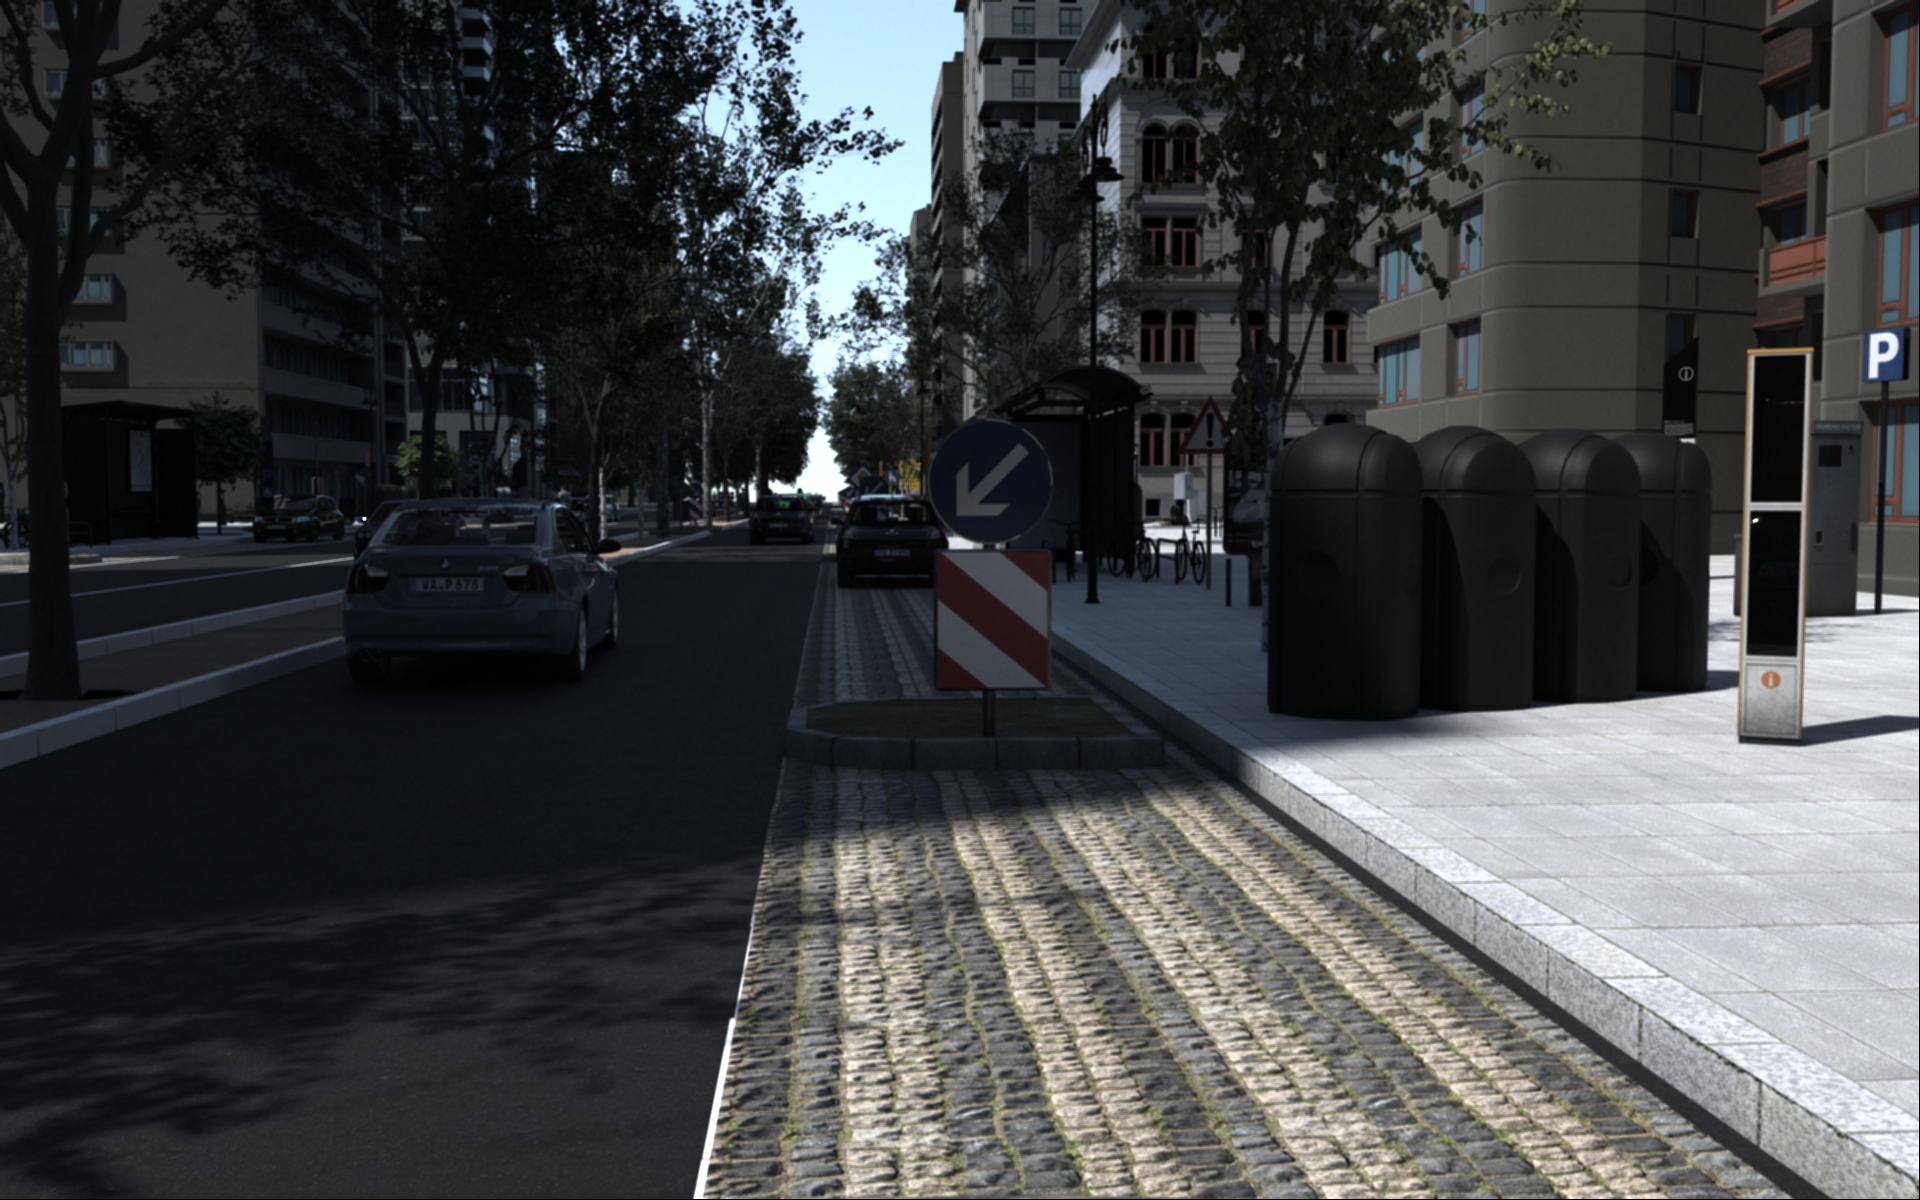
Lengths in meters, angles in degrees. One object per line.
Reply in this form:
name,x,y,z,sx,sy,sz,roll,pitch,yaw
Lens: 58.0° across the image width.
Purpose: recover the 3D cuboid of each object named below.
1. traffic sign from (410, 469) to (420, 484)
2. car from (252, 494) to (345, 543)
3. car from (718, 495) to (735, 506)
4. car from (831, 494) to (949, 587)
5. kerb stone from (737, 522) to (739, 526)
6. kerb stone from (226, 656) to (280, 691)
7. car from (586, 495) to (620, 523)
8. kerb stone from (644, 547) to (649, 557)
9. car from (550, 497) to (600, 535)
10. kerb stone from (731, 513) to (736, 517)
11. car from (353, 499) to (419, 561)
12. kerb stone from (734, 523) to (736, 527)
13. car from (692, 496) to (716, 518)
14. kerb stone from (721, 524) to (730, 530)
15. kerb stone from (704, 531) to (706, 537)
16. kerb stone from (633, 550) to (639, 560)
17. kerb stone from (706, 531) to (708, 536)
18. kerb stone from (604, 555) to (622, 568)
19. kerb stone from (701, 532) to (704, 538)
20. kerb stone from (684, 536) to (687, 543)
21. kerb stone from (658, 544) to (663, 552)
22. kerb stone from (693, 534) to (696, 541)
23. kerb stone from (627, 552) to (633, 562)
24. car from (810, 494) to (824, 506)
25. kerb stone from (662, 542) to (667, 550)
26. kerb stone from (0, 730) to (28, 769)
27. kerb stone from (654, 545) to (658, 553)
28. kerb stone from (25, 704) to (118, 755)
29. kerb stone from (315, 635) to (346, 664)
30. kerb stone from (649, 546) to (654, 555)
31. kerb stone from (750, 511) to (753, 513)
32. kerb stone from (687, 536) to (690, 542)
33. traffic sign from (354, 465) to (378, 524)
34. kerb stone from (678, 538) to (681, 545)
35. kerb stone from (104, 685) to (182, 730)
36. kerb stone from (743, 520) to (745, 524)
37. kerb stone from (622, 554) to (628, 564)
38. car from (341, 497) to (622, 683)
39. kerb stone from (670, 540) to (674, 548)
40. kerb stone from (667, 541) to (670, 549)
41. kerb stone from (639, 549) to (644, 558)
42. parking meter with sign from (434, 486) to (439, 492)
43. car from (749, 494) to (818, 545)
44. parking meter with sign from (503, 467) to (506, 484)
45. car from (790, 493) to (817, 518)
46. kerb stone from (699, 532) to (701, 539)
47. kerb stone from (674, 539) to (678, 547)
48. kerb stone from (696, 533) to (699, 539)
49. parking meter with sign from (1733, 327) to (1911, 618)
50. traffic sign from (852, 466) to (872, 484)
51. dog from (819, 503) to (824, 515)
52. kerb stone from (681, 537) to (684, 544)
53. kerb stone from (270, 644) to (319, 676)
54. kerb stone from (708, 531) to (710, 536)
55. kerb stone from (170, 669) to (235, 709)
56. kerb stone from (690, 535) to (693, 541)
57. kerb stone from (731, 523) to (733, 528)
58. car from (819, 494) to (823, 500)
traffic sign,-21.208,-3.944,68.133,0.795,2.450,0.064,0,4,-4
car,-19.845,-2.583,52.018,2.009,1.686,4.222,0,4,-3
car,-27.430,-11.668,203.355,1.945,1.354,3.894,0,4,-5
car,-1.091,-1.105,27.849,2.009,1.686,4.222,0,4,-2
kerb stone,-9.906,-3.283,75.904,0.120,0.150,1.000,0,4,-4
kerb stone,-5.360,0.561,13.037,0.120,0.150,1.000,0,4,-4
car,-18.174,-4.600,87.210,2.014,1.417,4.499,0,4,-5
kerb stone,-7.288,-1.066,39.620,0.120,0.150,1.000,0,4,-4
car,-13.312,-2.823,58.743,1.945,1.354,3.894,0,4,-2
kerb stone,-14.668,-5.526,112.576,0.120,0.150,1.000,0,4,-4
car,-11.247,-1.408,35.602,1.945,1.354,3.894,0,4,-6
kerb stone,-9.763,-3.160,73.853,0.120,0.150,1.000,0,4,-4
car,-15.336,-5.458,101.819,1.945,1.354,3.894,0,4,-2
kerb stone,-9.470,-2.903,69.776,0.120,0.150,1.000,0,4,-4
kerb stone,-8.539,-2.128,56.981,0.120,0.150,1.000,0,4,-4
kerb stone,-7.139,-0.940,37.580,0.120,0.150,1.000,0,4,-4
kerb stone,-8.622,-2.190,58.000,0.120,0.150,1.000,0,4,-4
kerb stone,-6.920,-0.754,34.519,0.120,0.150,1.000,0,4,-4
kerb stone,-8.468,-2.061,55.961,0.120,0.150,1.000,0,4,-4
kerb stone,-8.031,-1.691,49.841,0.120,0.150,1.000,0,4,-4
kerb stone,-7.501,-1.251,42.686,0.120,0.150,1.000,0,4,-4
kerb stone,-8.243,-1.878,52.902,0.120,0.150,1.000,0,4,-4
kerb stone,-7.067,-0.879,36.560,0.120,0.150,1.000,0,4,-4
car,-15.289,-10.381,181.738,2.014,1.417,4.499,0,4,-3
kerb stone,-7.578,-1.316,43.705,0.120,0.150,1.000,0,4,-4
kerb stone,-5.060,0.812,8.948,0.120,0.150,1.000,0,4,-4
kerb stone,-7.429,-1.190,41.660,0.120,0.150,1.000,0,4,-4
kerb stone,-5.136,0.750,9.976,0.120,0.150,1.000,0,4,-4
kerb stone,-5.508,0.438,15.095,0.120,0.150,1.000,0,4,-4
kerb stone,-7.356,-1.128,40.640,0.120,0.150,1.000,0,4,-4
kerb stone,-16.675,-7.216,140.179,0.120,0.150,1.000,0,4,-4
kerb stone,-8.101,-1.752,50.861,0.120,0.150,1.000,0,4,-4
traffic sign,-20.631,-3.457,60.168,0.795,2.450,0.064,0,4,-4
kerb stone,-7.873,-1.565,47.801,0.120,0.150,1.000,0,4,-4
kerb stone,-5.209,0.685,10.995,0.120,0.150,1.000,0,4,-4
kerb stone,-10.278,-3.593,81.016,0.120,0.150,1.000,0,4,-4
kerb stone,-6.984,-0.816,35.540,0.120,0.150,1.000,0,4,-4
car,-3.892,-0.152,14.494,2.014,1.417,4.499,0,4,-6
kerb stone,-7.729,-1.441,45.757,0.120,0.150,1.000,0,4,-4
kerb stone,-7.655,-1.378,44.729,0.120,0.150,1.000,0,4,-4
kerb stone,-7.207,-1.003,38.601,0.120,0.150,1.000,0,4,-4
parking meter with sign,-32.114,-6.651,104.998,1.738,3.016,0.543,3,4,39
car,-5.169,-2.490,50.505,2.009,1.686,4.222,0,4,-2
parking meter with sign,-28.017,-6.950,109.887,1.738,3.016,0.543,0,4,-6
car,-7.988,-4.668,85.112,1.959,1.807,4.718,0,4,-4
kerb stone,-8.398,-1.995,54.941,0.120,0.150,1.000,0,4,-4
kerb stone,-7.804,-1.503,46.777,0.120,0.150,1.000,0,4,-4
kerb stone,-8.314,-1.940,53.922,0.120,0.150,1.000,0,4,-4
parking meter with sign,9.007,-1.340,18.174,1.738,3.016,0.543,-1,4,-16
traffic sign,-3.430,-3.532,61.389,0.795,2.450,0.064,0,4,-4
dog,-9.696,-6.318,120.140,0.513,0.831,0.800,2,4,35
kerb stone,-7.953,-1.629,48.821,0.120,0.150,1.000,0,4,-4
kerb stone,-5.442,0.497,14.069,0.120,0.150,1.000,0,4,-4
kerb stone,-8.687,-2.252,59.020,0.120,0.150,1.000,0,4,-4
kerb stone,-5.284,0.622,12.018,0.120,0.150,1.000,0,4,-4
kerb stone,-8.173,-1.816,51.880,0.120,0.150,1.000,0,4,-4
kerb stone,-9.615,-3.035,71.815,0.120,0.150,1.000,0,4,-4
car,-17.196,-12.047,207.188,2.015,1.641,3.980,0,4,-5
